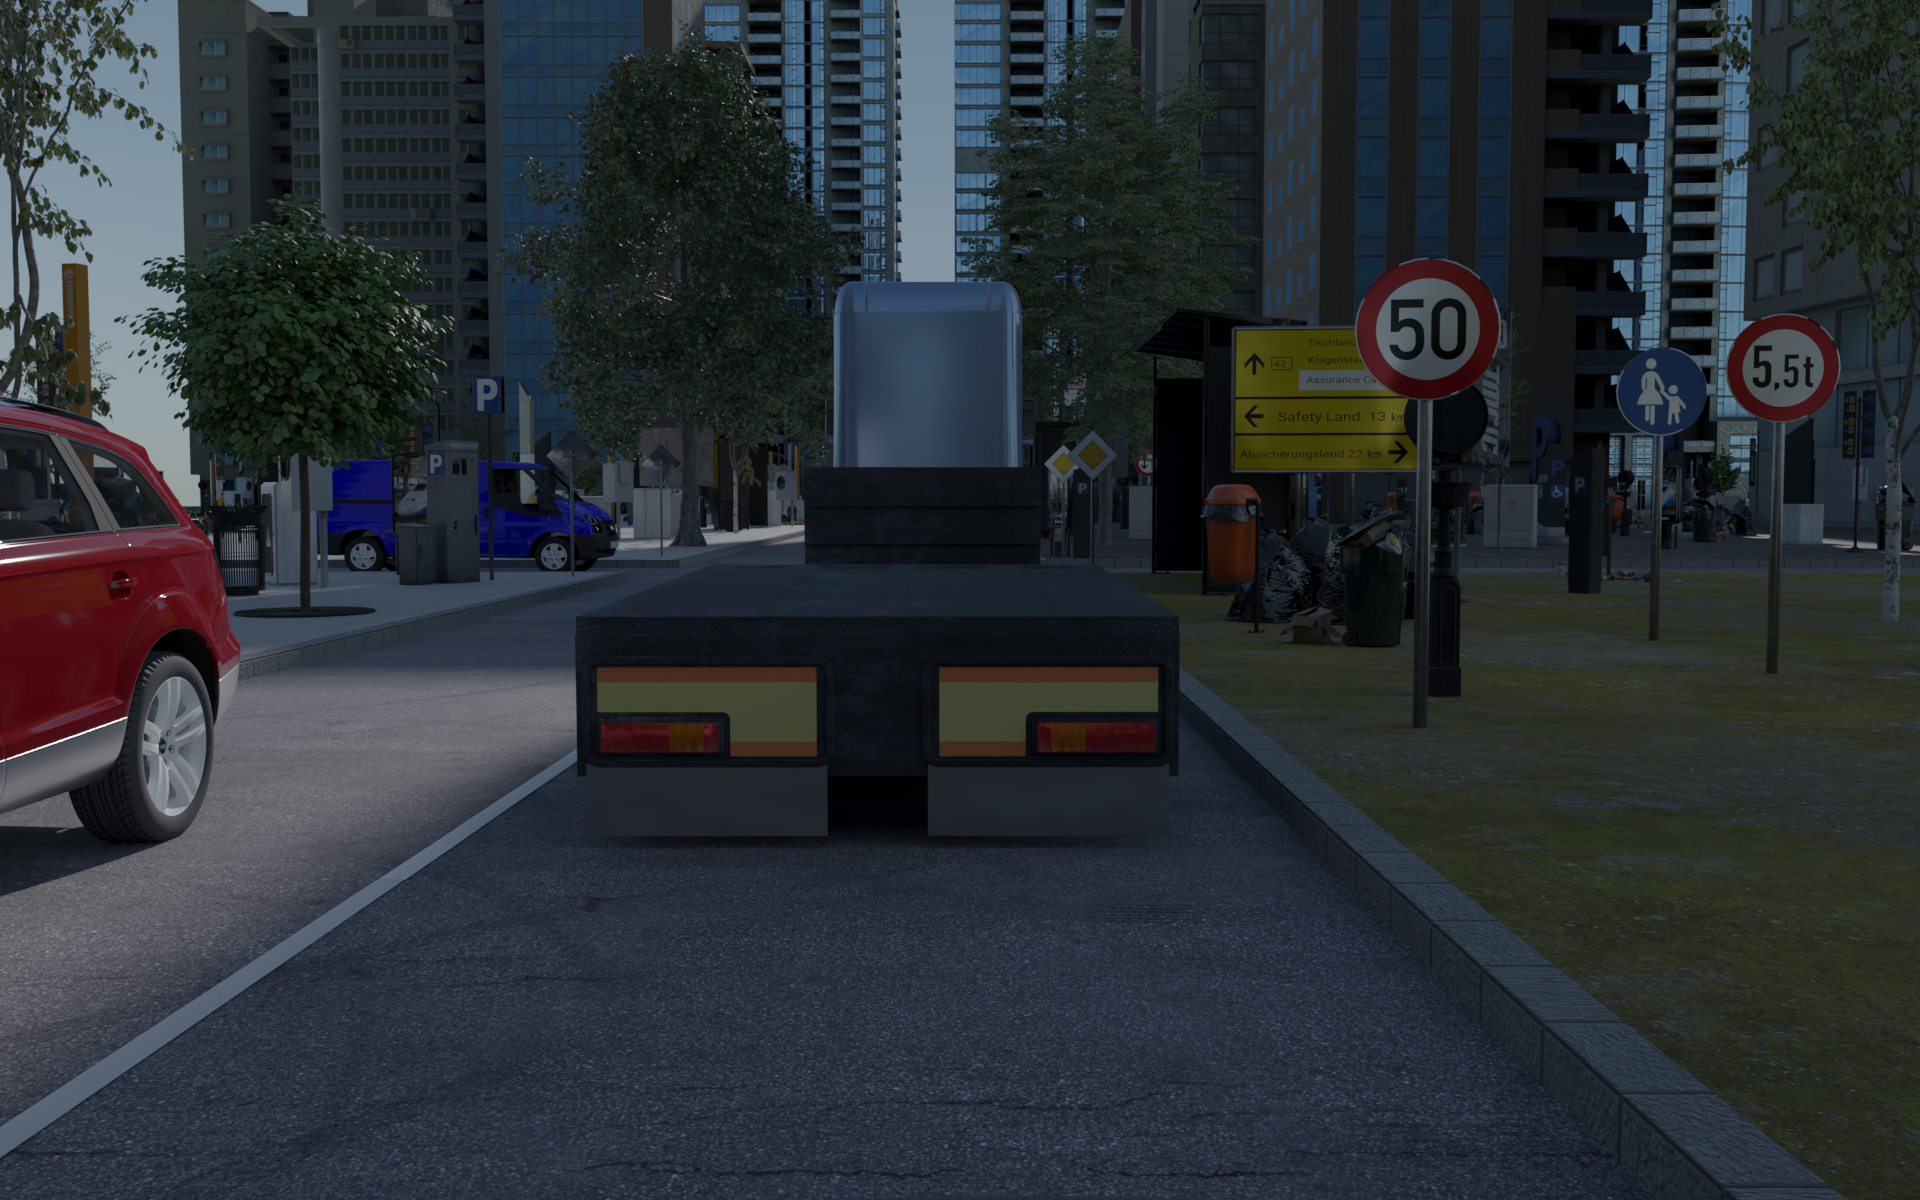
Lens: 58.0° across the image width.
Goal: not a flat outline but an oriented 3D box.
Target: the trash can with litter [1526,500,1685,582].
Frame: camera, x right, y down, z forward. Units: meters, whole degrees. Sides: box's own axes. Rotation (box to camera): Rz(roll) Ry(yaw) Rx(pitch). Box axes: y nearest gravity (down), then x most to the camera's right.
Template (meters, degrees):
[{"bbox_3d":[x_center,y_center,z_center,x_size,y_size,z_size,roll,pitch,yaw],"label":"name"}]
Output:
[{"bbox_3d":[9.754,-0.909,25.916,1.678,1.210,2.233,-2,4,-28],"label":"trash can with litter"}]

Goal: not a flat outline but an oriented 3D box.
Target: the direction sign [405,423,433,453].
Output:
[{"bbox_3d":[-17.136,-3.848,54.910,0.876,3.537,0.379,-3,4,-37],"label":"direction sign"}]

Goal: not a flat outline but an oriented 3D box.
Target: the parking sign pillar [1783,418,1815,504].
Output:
[{"bbox_3d":[29.699,-4.478,61.681,1.447,3.967,1.447,-3,5,-43],"label":"parking sign pillar"}]

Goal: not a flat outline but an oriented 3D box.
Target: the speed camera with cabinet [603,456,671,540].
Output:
[{"bbox_3d":[-9.213,-3.370,49.431,0.660,3.252,2.038,3,5,40],"label":"speed camera with cabinet"}]

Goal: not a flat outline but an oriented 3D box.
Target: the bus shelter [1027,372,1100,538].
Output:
[{"bbox_3d":[3.034,-4.682,54.186,2.179,5.291,8.768,0,3,0],"label":"bus shelter"}]

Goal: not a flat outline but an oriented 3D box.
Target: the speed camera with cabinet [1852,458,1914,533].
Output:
[{"bbox_3d":[30.439,-3.840,57.116,0.660,3.252,2.038,-1,4,-16],"label":"speed camera with cabinet"}]

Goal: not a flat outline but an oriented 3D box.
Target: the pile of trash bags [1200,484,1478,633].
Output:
[{"bbox_3d":[3.484,-0.459,17.250,1.912,1.369,3.447,3,5,40],"label":"pile of trash bags"}]

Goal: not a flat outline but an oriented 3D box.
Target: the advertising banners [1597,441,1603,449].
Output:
[{"bbox_3d":[21.053,-3.763,57.713,0.090,3.025,2.074,0,4,4],"label":"advertising banners"}]

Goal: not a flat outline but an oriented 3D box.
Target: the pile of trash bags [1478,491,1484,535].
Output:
[{"bbox_3d":[16.423,-2.831,56.042,1.912,1.369,3.447,2,4,25],"label":"pile of trash bags"}]

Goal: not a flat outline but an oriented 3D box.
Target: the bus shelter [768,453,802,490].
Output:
[{"bbox_3d":[-9.201,-5.694,87.020,2.014,3.302,5.546,0,4,0],"label":"bus shelter"}]

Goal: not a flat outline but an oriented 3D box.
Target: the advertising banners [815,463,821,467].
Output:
[{"bbox_3d":[-7.335,-6.107,96.043,2.074,3.025,0.090,3,5,44],"label":"advertising banners"}]

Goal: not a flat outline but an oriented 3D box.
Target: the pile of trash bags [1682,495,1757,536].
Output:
[{"bbox_3d":[23.564,-2.764,54.938,1.912,1.369,3.447,-1,4,-15],"label":"pile of trash bags"}]

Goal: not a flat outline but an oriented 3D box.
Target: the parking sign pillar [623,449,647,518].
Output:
[{"bbox_3d":[-16.590,-6.149,89.000,1.447,3.967,1.447,1,4,22],"label":"parking sign pillar"}]

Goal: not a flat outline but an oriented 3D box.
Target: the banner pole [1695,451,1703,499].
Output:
[{"bbox_3d":[42.869,-6.759,100.532,0.401,3.779,0.863,0,4,-6],"label":"banner pole"}]

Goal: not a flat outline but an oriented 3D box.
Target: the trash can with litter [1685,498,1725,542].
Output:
[{"bbox_3d":[19.916,-2.131,46.234,1.055,1.170,0.624,-2,4,-35],"label":"trash can with litter"}]

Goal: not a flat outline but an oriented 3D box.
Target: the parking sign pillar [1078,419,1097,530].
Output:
[{"bbox_3d":[4.203,-4.509,62.198,1.447,3.967,1.447,-2,4,-28],"label":"parking sign pillar"}]

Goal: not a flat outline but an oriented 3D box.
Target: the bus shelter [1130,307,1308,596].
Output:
[{"bbox_3d":[3.588,-2.056,24.894,1.731,3.624,6.357,0,4,0],"label":"bus shelter"}]

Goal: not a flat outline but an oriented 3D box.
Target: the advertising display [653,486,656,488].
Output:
[{"bbox_3d":[-17.673,-5.809,100.190,0.123,1.923,0.974,-1,4,-16],"label":"advertising display"}]

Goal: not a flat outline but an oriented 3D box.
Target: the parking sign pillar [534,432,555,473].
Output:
[{"bbox_3d":[-18.243,-5.309,75.274,1.447,3.967,1.447,2,4,24],"label":"parking sign pillar"}]

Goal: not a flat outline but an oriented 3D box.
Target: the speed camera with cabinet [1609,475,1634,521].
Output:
[{"bbox_3d":[31.013,-5.352,81.840,0.660,3.252,2.038,-1,4,-14],"label":"speed camera with cabinet"}]

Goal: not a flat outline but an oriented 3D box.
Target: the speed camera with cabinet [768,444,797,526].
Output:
[{"bbox_3d":[-7.332,-4.565,68.973,0.660,3.252,2.038,-3,5,-43],"label":"speed camera with cabinet"}]

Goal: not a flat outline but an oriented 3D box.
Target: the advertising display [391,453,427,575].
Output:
[{"bbox_3d":[-8.480,-1.355,27.371,0.974,1.923,0.123,0,4,4],"label":"advertising display"}]

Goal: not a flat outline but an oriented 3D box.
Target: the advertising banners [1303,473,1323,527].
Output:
[{"bbox_3d":[8.936,-3.010,45.398,0.090,3.025,2.074,-2,4,-27],"label":"advertising banners"}]

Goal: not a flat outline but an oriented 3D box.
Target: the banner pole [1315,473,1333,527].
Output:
[{"bbox_3d":[14.114,-4.725,67.270,0.863,3.779,0.401,-2,4,-23],"label":"banner pole"}]

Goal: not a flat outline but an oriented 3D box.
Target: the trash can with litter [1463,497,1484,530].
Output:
[{"bbox_3d":[18.695,-3.128,62.538,1.055,1.170,0.624,-3,5,-40],"label":"trash can with litter"}]

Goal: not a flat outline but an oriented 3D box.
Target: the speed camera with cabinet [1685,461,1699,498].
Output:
[{"bbox_3d":[42.658,-6.592,102.115,2.038,3.252,0.660,-1,4,-18],"label":"speed camera with cabinet"}]

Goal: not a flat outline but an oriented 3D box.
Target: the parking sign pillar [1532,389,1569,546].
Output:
[{"bbox_3d":[14.883,-3.381,43.747,1.447,3.967,1.447,0,4,0],"label":"parking sign pillar"}]

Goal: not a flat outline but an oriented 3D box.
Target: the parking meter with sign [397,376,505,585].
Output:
[{"bbox_3d":[-7.361,-1.760,25.034,0.543,3.016,1.738,2,4,27],"label":"parking meter with sign"}]

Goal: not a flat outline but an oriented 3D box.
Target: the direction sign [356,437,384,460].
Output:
[{"bbox_3d":[-19.658,-4.023,57.777,0.876,3.537,0.379,0,4,-8],"label":"direction sign"}]

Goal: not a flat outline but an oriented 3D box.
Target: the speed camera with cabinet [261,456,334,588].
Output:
[{"bbox_3d":[-9.285,-1.826,24.187,0.660,3.252,2.038,-2,4,-32],"label":"speed camera with cabinet"}]

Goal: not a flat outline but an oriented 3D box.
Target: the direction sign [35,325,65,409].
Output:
[{"bbox_3d":[-12.218,-1.922,23.416,0.876,3.537,0.379,3,4,36],"label":"direction sign"}]

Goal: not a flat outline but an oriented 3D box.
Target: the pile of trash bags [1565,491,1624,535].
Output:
[{"bbox_3d":[19.812,-2.799,55.509,3.447,1.369,1.912,-1,4,-17],"label":"pile of trash bags"}]

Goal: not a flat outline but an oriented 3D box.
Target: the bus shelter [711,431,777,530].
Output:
[{"bbox_3d":[-7.972,-4.469,64.345,1.731,3.624,6.357,0,3,0],"label":"bus shelter"}]

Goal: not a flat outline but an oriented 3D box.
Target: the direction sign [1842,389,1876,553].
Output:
[{"bbox_3d":[19.667,-2.810,37.948,0.379,3.537,0.876,-1,4,-16],"label":"direction sign"}]

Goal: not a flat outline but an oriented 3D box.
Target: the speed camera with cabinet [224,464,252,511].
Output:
[{"bbox_3d":[-39.207,-6.098,94.040,0.660,3.252,2.038,0,4,6],"label":"speed camera with cabinet"}]

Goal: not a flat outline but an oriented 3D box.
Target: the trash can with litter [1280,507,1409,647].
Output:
[{"bbox_3d":[3.257,-0.202,14.682,1.055,1.170,0.624,2,4,26],"label":"trash can with litter"}]

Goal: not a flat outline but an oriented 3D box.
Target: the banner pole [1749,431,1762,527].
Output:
[{"bbox_3d":[31.280,-4.782,68.208,0.863,3.779,0.401,-3,4,-36],"label":"banner pole"}]

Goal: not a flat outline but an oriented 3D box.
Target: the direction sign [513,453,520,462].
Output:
[{"bbox_3d":[-24.267,-6.290,94.837,0.379,3.537,0.876,1,4,15],"label":"direction sign"}]

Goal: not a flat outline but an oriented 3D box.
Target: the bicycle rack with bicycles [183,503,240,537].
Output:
[{"bbox_3d":[-23.642,-2.364,52.026,2.852,0.926,2.925,3,5,43],"label":"bicycle rack with bicycles"}]

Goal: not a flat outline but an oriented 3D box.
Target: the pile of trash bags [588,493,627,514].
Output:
[{"bbox_3d":[-22.033,-6.056,108.773,1.912,1.369,3.447,2,4,35],"label":"pile of trash bags"}]

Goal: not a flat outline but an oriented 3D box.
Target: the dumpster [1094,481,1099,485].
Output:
[{"bbox_3d":[5.882,-4.439,78.338,1.264,1.857,1.865,0,4,0],"label":"dumpster"}]

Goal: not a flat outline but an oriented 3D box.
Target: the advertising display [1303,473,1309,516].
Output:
[{"bbox_3d":[10.364,-2.912,52.825,0.123,1.923,0.974,-1,4,-15],"label":"advertising display"}]

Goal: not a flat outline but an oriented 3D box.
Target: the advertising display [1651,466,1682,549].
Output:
[{"bbox_3d":[16.495,-2.157,40.488,0.123,1.923,0.974,-1,4,-12],"label":"advertising display"}]

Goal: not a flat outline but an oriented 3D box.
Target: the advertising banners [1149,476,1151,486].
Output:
[{"bbox_3d":[7.490,-4.524,70.155,0.090,3.025,2.074,1,4,22],"label":"advertising banners"}]

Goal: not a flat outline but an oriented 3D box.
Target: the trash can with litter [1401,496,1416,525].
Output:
[{"bbox_3d":[12.949,-2.465,51.361,2.233,1.210,1.678,0,4,7],"label":"trash can with litter"}]

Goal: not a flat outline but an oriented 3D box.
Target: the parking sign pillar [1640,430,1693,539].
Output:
[{"bbox_3d":[20.506,-3.773,50.165,1.447,3.967,1.447,0,4,3],"label":"parking sign pillar"}]

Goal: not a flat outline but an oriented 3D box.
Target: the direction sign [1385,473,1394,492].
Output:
[{"bbox_3d":[17.452,-4.793,70.359,0.379,3.537,0.876,2,4,35],"label":"direction sign"}]

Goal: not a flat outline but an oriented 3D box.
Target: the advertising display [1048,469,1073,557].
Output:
[{"bbox_3d":[2.065,-1.865,35.715,0.123,1.923,0.974,-1,4,-21],"label":"advertising display"}]

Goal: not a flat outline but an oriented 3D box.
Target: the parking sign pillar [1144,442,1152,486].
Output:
[{"bbox_3d":[9.828,-6.123,88.591,1.447,3.967,1.447,-1,4,-10],"label":"parking sign pillar"}]

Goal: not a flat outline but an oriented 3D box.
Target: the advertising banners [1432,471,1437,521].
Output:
[{"bbox_3d":[17.074,-4.024,61.975,0.090,3.025,2.074,0,4,5],"label":"advertising banners"}]

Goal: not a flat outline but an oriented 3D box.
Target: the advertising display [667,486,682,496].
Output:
[{"bbox_3d":[-13.904,-4.897,85.275,0.974,1.923,0.123,1,4,17],"label":"advertising display"}]

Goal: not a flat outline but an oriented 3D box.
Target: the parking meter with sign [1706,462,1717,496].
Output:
[{"bbox_3d":[40.327,-5.909,92.865,0.543,3.016,1.738,1,4,21],"label":"parking meter with sign"}]

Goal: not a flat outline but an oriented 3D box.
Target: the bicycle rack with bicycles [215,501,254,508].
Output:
[{"bbox_3d":[-38.935,-4.768,91.338,2.925,0.926,2.852,0,4,-3],"label":"bicycle rack with bicycles"}]

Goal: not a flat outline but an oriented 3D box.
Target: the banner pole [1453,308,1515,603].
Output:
[{"bbox_3d":[6.127,-1.865,20.502,0.863,3.779,0.401,0,4,-7],"label":"banner pole"}]
